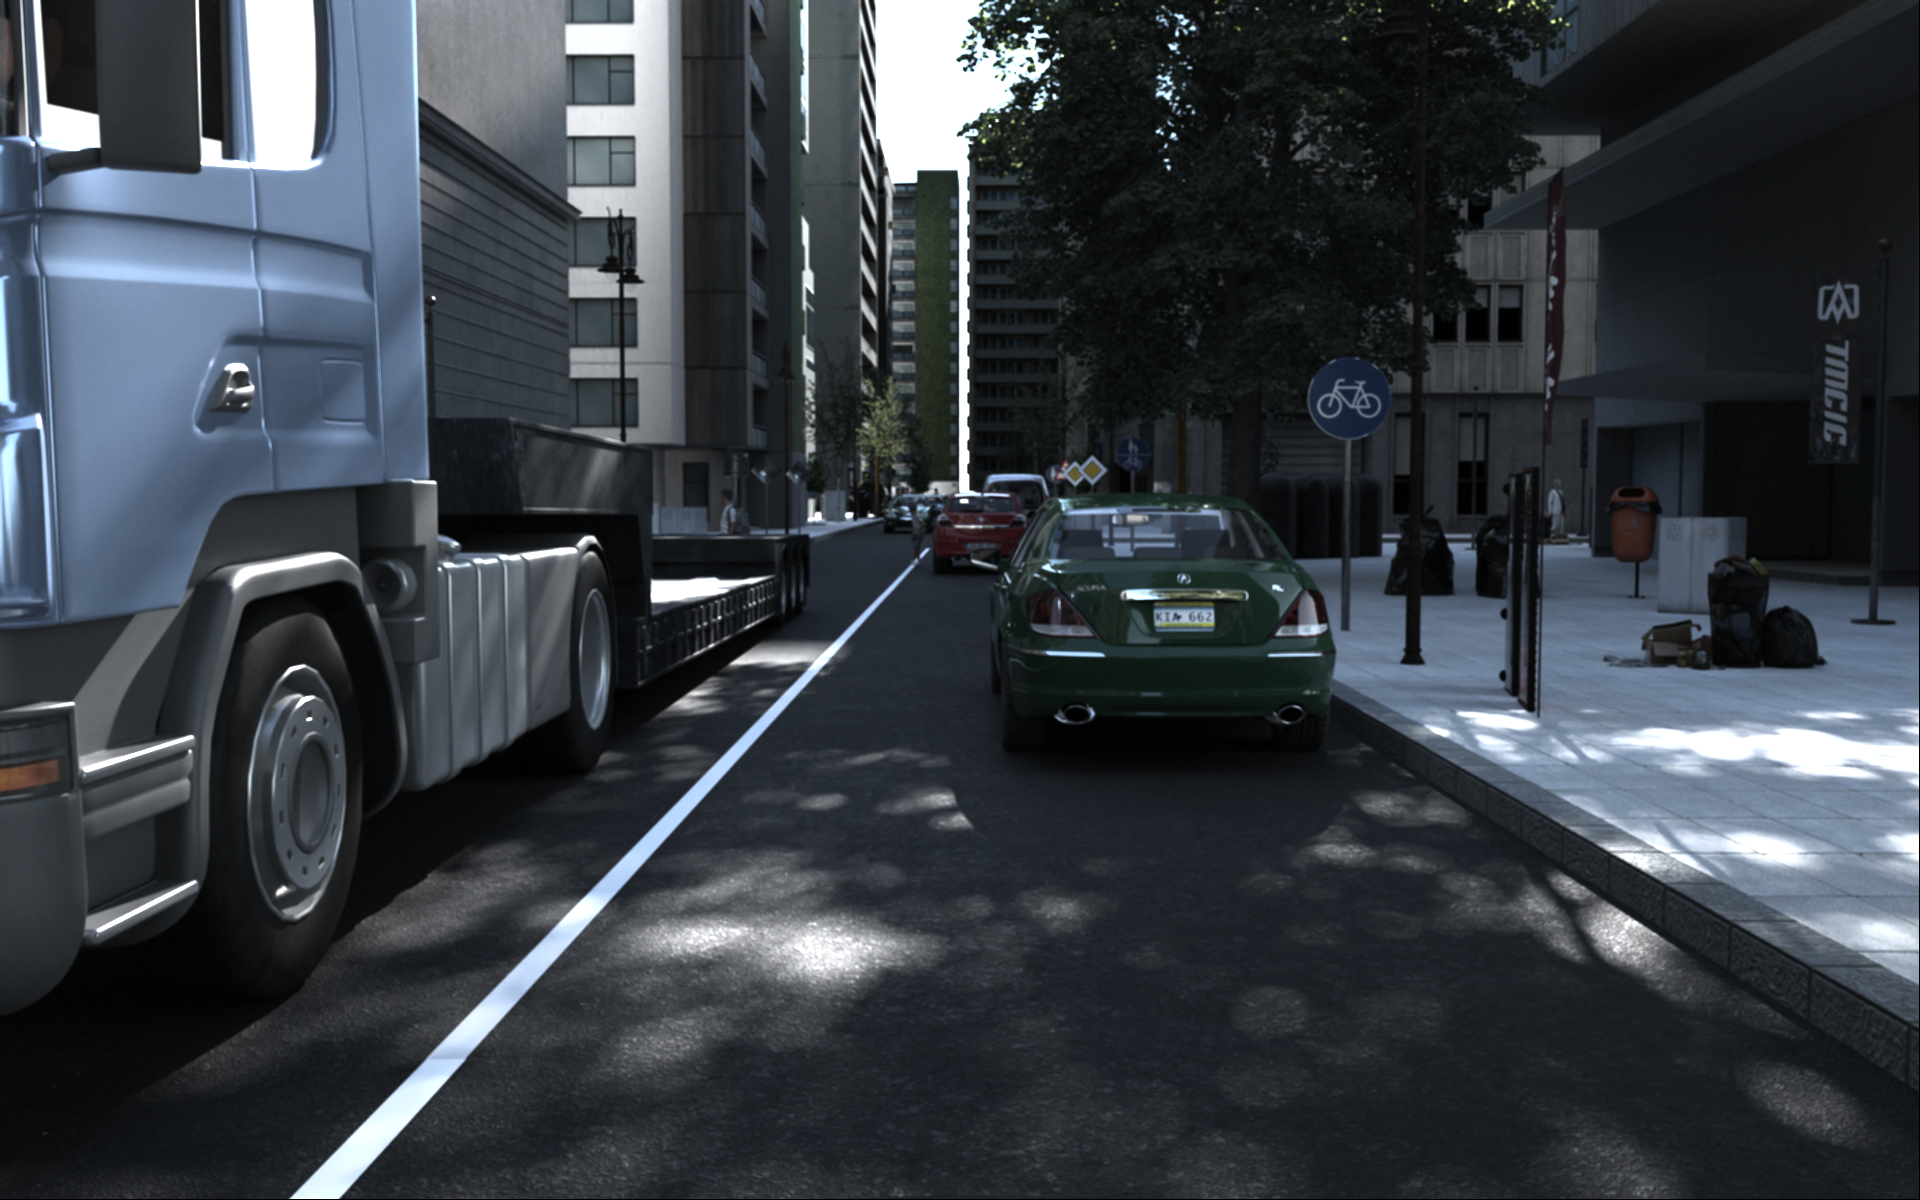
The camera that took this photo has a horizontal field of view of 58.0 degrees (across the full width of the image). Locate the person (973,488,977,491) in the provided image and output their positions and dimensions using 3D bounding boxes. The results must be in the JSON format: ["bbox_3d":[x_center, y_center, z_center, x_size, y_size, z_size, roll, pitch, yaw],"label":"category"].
[{"bbox_3d":[0.673,-4.739,86.818,0.643,1.720,0.563,2,4,32],"label":"person"}]

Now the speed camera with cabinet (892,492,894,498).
[{"bbox_3d":[-5.859,-8.136,127.352,2.038,3.252,0.660,0,4,1],"label":"speed camera with cabinet"}]

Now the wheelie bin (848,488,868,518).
[{"bbox_3d":[-5.355,-5.228,93.389,0.980,1.594,0.693,-3,4,-38],"label":"wheelie bin"}]

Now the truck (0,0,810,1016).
[{"bbox_3d":[-3.071,-1.355,11.910,2.967,4.110,18.799,0,3,0],"label":"truck"}]

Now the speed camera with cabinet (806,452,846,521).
[{"bbox_3d":[-6.489,-5.398,82.597,2.038,3.252,0.660,-1,4,-10],"label":"speed camera with cabinet"}]

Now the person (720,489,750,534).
[{"bbox_3d":[-3.331,-0.855,25.079,0.503,1.515,0.523,3,5,43],"label":"person"}]

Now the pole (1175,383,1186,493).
[{"bbox_3d":[3.998,-2.297,31.391,0.158,3.312,0.155,0,3,0],"label":"pole"}]

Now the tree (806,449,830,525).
[{"bbox_3d":[-5.992,-4.739,72.091,1.663,3.219,1.824,0,3,0],"label":"tree"}]

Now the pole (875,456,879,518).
[{"bbox_3d":[-4.421,-6.032,92.471,0.158,3.312,0.155,0,3,0],"label":"pole"}]

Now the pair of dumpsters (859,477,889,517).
[{"bbox_3d":[-4.836,-5.759,96.651,1.574,2.255,4.437,0,4,0],"label":"pair of dumpsters"}]

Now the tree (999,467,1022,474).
[{"bbox_3d":[5.908,-13.489,204.266,4.285,4.588,4.351,0,3,0],"label":"tree"}]

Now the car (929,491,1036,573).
[{"bbox_3d":[0.461,-1.458,32.876,2.155,1.783,4.494,0,4,2],"label":"car"}]

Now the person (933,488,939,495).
[{"bbox_3d":[-1.397,-6.023,107.319,0.599,1.781,0.374,1,4,18],"label":"person"}]

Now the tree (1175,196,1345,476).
[{"bbox_3d":[7.029,-5.506,40.390,4.360,8.622,3.978,0,3,0],"label":"tree"}]

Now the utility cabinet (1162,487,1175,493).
[{"bbox_3d":[6.820,-2.926,56.513,0.318,1.500,1.173,1,4,17],"label":"utility cabinet"}]

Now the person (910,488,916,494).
[{"bbox_3d":[-3.011,-6.277,111.102,0.573,1.828,0.580,-3,5,-44],"label":"person"}]

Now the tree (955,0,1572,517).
[{"bbox_3d":[4.110,-7.246,25.134,9.857,13.997,8.962,0,3,0],"label":"tree"}]

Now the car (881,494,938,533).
[{"bbox_3d":[-1.883,-3.279,65.418,2.131,1.459,4.920,0,4,1],"label":"car"}]

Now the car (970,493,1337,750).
[{"bbox_3d":[1.131,0.042,11.116,2.131,1.459,4.920,0,4,0],"label":"car"}]

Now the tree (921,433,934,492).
[{"bbox_3d":[-4.530,-14.374,185.375,4.360,8.622,3.978,0,3,0],"label":"tree"}]

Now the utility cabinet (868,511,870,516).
[{"bbox_3d":[-5.778,-5.638,103.342,0.306,1.237,1.020,2,4,30],"label":"utility cabinet"}]

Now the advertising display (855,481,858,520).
[{"bbox_3d":[-5.125,-4.913,85.546,0.123,1.923,0.974,0,4,1],"label":"advertising display"}]

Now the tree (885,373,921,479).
[{"bbox_3d":[-4.705,-9.503,105.741,4.360,8.622,3.978,0,3,0],"label":"tree"}]

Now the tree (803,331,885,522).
[{"bbox_3d":[-5.551,-7.832,78.413,4.360,8.622,3.978,0,3,0],"label":"tree"}]

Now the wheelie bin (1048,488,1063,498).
[{"bbox_3d":[5.159,-5.225,93.342,0.693,1.594,0.980,-3,4,-38],"label":"wheelie bin"}]

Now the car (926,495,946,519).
[{"bbox_3d":[-1.519,-4.783,90.202,2.014,1.417,4.499,0,4,2],"label":"car"}]

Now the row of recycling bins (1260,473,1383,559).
[{"bbox_3d":[7.289,-1.702,34.945,3.534,1.692,1.069,-3,4,-39],"label":"row of recycling bins"}]

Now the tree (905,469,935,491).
[{"bbox_3d":[-4.579,-13.219,199.837,4.285,4.588,4.351,0,3,0],"label":"tree"}]

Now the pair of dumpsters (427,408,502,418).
[{"bbox_3d":[-5.740,-0.965,18.269,1.574,2.255,4.437,0,4,1],"label":"pair of dumpsters"}]

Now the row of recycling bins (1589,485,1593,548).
[{"bbox_3d":[15.343,-1.999,39.802,1.069,1.692,3.534,0,4,2],"label":"row of recycling bins"}]

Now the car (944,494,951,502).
[{"bbox_3d":[-0.923,-10.384,181.775,2.014,1.417,4.499,0,3,0],"label":"car"}]

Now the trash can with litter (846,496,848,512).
[{"bbox_3d":[-8.011,-6.365,115.452,1.055,1.170,0.624,2,4,33],"label":"trash can with litter"}]

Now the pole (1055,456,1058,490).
[{"bbox_3d":[5.081,-5.962,91.320,0.158,3.312,0.155,0,3,0],"label":"pole"}]

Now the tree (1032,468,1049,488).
[{"bbox_3d":[5.745,-8.221,129.021,1.663,3.219,1.824,0,3,0],"label":"tree"}]

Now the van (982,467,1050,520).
[{"bbox_3d":[1.182,-1.874,37.656,2.013,2.044,4.112,0,4,1],"label":"van"}]

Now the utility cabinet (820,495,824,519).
[{"bbox_3d":[-6.808,-4.838,90.265,0.306,1.237,1.020,3,5,41],"label":"utility cabinet"}]

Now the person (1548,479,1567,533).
[{"bbox_3d":[16.280,-2.390,47.454,0.818,1.842,0.514,2,4,28],"label":"person"}]

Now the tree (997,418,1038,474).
[{"bbox_3d":[5.388,-13.022,163.268,4.360,8.622,3.978,0,3,0],"label":"tree"}]

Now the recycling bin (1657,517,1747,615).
[{"bbox_3d":[8.034,-0.379,18.751,0.722,1.027,0.722,3,5,40],"label":"recycling bin"}]

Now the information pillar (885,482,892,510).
[{"bbox_3d":[-4.212,-5.944,101.672,0.304,2.012,0.304,-2,4,-29],"label":"information pillar"}]

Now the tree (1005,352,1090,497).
[{"bbox_3d":[4.616,-8.366,87.151,4.737,8.622,4.395,0,3,0],"label":"tree"}]

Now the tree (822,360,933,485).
[{"bbox_3d":[-5.301,-11.353,120.036,7.601,10.594,8.767,2,4,28],"label":"tree"}]

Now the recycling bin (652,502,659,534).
[{"bbox_3d":[-9.477,-2.415,52.045,0.722,1.027,0.722,0,4,2],"label":"recycling bin"}]

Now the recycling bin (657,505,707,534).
[{"bbox_3d":[-5.305,-1.269,33.300,0.722,1.027,0.722,1,4,10],"label":"recycling bin"}]

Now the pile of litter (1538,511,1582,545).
[{"bbox_3d":[14.932,-1.831,43.903,1.719,0.858,1.176,1,4,12],"label":"pile of litter"}]

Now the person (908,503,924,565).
[{"bbox_3d":[-0.877,-1.331,34.945,0.352,1.250,0.332,1,4,8],"label":"person"}]

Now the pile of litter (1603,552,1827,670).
[{"bbox_3d":[5.720,0.052,13.117,1.719,0.858,1.176,1,4,10],"label":"pile of litter"}]

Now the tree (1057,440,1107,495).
[{"bbox_3d":[4.569,-4.148,62.419,1.663,3.219,1.824,0,3,0],"label":"tree"}]

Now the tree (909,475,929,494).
[{"bbox_3d":[-4.098,-10.942,173.504,1.663,3.219,1.824,0,3,0],"label":"tree"}]
